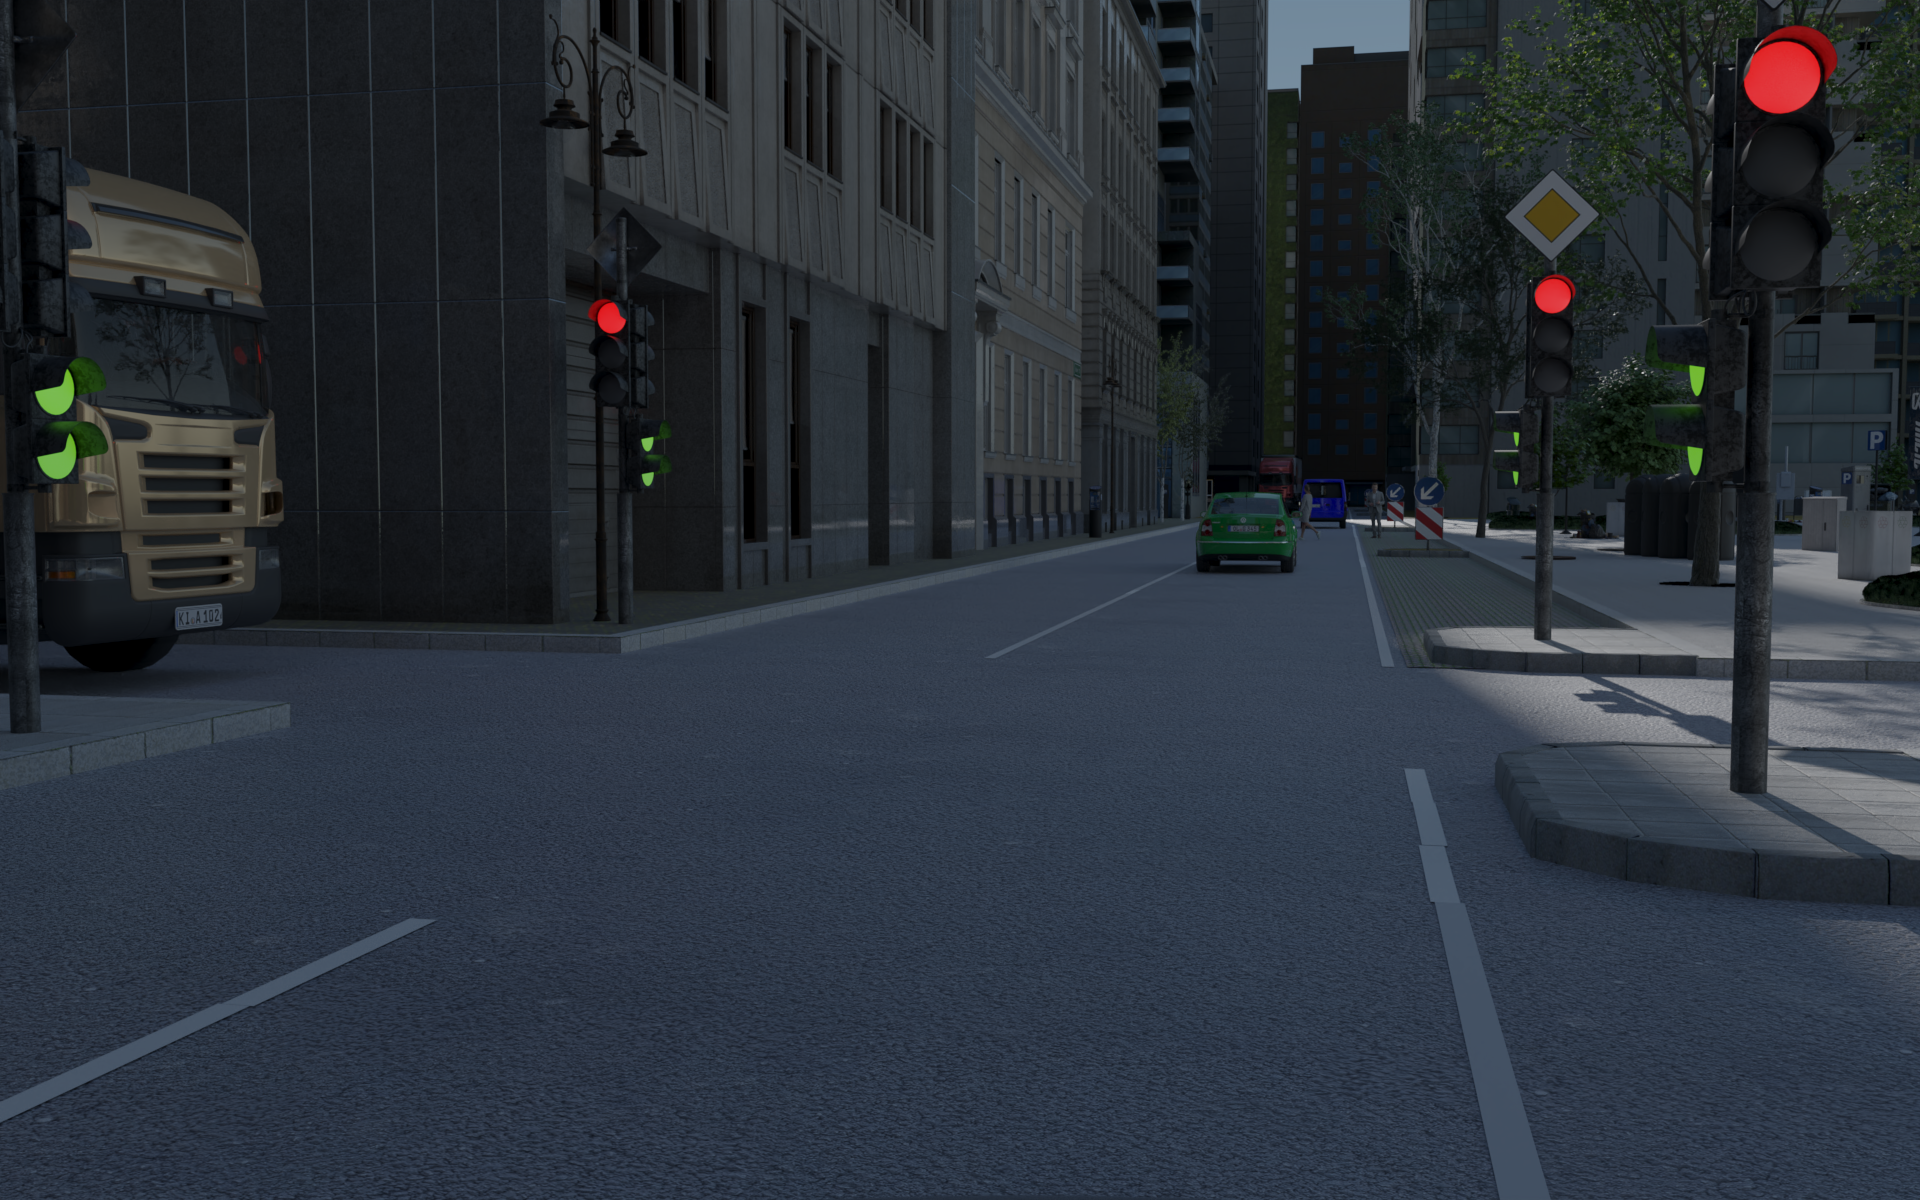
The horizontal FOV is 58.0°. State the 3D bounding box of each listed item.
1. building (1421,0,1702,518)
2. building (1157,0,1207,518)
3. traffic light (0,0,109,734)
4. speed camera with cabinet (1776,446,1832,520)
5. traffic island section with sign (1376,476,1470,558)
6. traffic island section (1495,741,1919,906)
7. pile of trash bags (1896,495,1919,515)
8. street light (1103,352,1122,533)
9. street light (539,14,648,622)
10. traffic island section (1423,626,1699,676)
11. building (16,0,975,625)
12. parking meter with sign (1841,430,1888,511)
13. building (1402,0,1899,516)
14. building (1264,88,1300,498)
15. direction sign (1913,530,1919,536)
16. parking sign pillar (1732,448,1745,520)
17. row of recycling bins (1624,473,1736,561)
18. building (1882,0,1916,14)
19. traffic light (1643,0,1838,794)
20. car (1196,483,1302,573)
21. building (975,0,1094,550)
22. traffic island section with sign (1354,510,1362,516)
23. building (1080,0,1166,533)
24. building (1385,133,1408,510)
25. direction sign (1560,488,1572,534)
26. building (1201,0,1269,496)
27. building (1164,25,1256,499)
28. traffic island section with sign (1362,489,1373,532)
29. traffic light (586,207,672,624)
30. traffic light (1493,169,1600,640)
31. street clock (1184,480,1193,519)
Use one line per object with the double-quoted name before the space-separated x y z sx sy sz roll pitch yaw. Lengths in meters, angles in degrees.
"building" 33.335 -19.999 98.689 14.160 30.474 14.107 1 4 12
"building" 4.646 -48.540 106.294 22.319 86.520 31.000 1 4 12
"traffic light" -5.023 -1.241 9.216 0.839 4.253 0.868 1 4 12
"speed camera with cabinet" 34.871 -4.724 71.580 2.038 3.252 0.660 1 4 23
"traffic island section with sign" 10.626 -1.905 39.783 1.989 1.847 2.006 1 4 12
"traffic island section" 3.424 0.906 7.474 2.009 0.180 2.903 1 4 12
"pile of trash bags" 41.937 -4.115 77.033 3.447 1.369 1.912 2 4 26
"street light" 4.969 -5.121 56.512 0.468 5.910 1.993 1 4 12
"street light" -3.620 -2.725 17.336 0.468 5.910 1.993 1 4 12
"traffic island section" 5.158 0.429 15.270 2.009 0.180 2.903 1 4 12
"building" -7.704 -12.796 27.244 12.078 24.808 19.932 1 4 12
"parking meter with sign" 24.312 -3.108 47.076 1.738 3.016 0.543 -1 4 -23
"building" 44.441 -32.268 116.816 28.713 52.752 27.495 1 4 12
"building" 28.038 -30.326 179.420 14.086 41.232 14.154 1 4 12
"direction sign" 29.251 -3.709 52.632 0.379 3.537 0.876 0 4 -7
"parking sign pillar" 27.363 -4.462 61.426 1.447 3.967 1.447 -1 4 -23
"row of recycling bins" 14.474 -1.705 34.987 1.069 1.692 3.534 0 4 -4
"building" 68.676 -29.925 143.903 28.867 44.769 22.147 1 4 12
"traffic light" 3.387 -1.128 7.369 0.839 4.253 0.868 1 4 12
"car" 5.520 -1.484 33.057 1.959 1.807 4.718 1 4 12
"building" -4.196 -15.958 46.821 13.634 28.700 20.117 1 4 12
"traffic island section with sign" 27.262 -6.482 114.605 1.989 1.847 2.006 1 4 12
"building" 1.951 -13.246 65.726 9.793 20.994 18.267 1 4 12
"building" 41.790 -22.533 140.123 14.160 30.474 14.107 1 4 12
"direction sign" 19.424 -3.879 55.422 0.379 3.537 0.876 1 4 21
"building" 16.787 -43.871 155.535 20.611 71.187 20.563 1 4 12
"building" 6.719 -27.124 135.361 32.217 40.220 23.993 1 4 12
"traffic island section with sign" 16.477 -3.515 66.098 1.989 1.847 2.006 1 4 12
"traffic light" -3.289 -1.718 17.011 0.839 4.253 0.868 1 4 12
"traffic light" 5.121 -1.605 15.164 0.839 4.253 0.868 1 4 12
"street clock" 11.510 -5.077 87.587 0.471 2.002 0.358 -2 4 -34
